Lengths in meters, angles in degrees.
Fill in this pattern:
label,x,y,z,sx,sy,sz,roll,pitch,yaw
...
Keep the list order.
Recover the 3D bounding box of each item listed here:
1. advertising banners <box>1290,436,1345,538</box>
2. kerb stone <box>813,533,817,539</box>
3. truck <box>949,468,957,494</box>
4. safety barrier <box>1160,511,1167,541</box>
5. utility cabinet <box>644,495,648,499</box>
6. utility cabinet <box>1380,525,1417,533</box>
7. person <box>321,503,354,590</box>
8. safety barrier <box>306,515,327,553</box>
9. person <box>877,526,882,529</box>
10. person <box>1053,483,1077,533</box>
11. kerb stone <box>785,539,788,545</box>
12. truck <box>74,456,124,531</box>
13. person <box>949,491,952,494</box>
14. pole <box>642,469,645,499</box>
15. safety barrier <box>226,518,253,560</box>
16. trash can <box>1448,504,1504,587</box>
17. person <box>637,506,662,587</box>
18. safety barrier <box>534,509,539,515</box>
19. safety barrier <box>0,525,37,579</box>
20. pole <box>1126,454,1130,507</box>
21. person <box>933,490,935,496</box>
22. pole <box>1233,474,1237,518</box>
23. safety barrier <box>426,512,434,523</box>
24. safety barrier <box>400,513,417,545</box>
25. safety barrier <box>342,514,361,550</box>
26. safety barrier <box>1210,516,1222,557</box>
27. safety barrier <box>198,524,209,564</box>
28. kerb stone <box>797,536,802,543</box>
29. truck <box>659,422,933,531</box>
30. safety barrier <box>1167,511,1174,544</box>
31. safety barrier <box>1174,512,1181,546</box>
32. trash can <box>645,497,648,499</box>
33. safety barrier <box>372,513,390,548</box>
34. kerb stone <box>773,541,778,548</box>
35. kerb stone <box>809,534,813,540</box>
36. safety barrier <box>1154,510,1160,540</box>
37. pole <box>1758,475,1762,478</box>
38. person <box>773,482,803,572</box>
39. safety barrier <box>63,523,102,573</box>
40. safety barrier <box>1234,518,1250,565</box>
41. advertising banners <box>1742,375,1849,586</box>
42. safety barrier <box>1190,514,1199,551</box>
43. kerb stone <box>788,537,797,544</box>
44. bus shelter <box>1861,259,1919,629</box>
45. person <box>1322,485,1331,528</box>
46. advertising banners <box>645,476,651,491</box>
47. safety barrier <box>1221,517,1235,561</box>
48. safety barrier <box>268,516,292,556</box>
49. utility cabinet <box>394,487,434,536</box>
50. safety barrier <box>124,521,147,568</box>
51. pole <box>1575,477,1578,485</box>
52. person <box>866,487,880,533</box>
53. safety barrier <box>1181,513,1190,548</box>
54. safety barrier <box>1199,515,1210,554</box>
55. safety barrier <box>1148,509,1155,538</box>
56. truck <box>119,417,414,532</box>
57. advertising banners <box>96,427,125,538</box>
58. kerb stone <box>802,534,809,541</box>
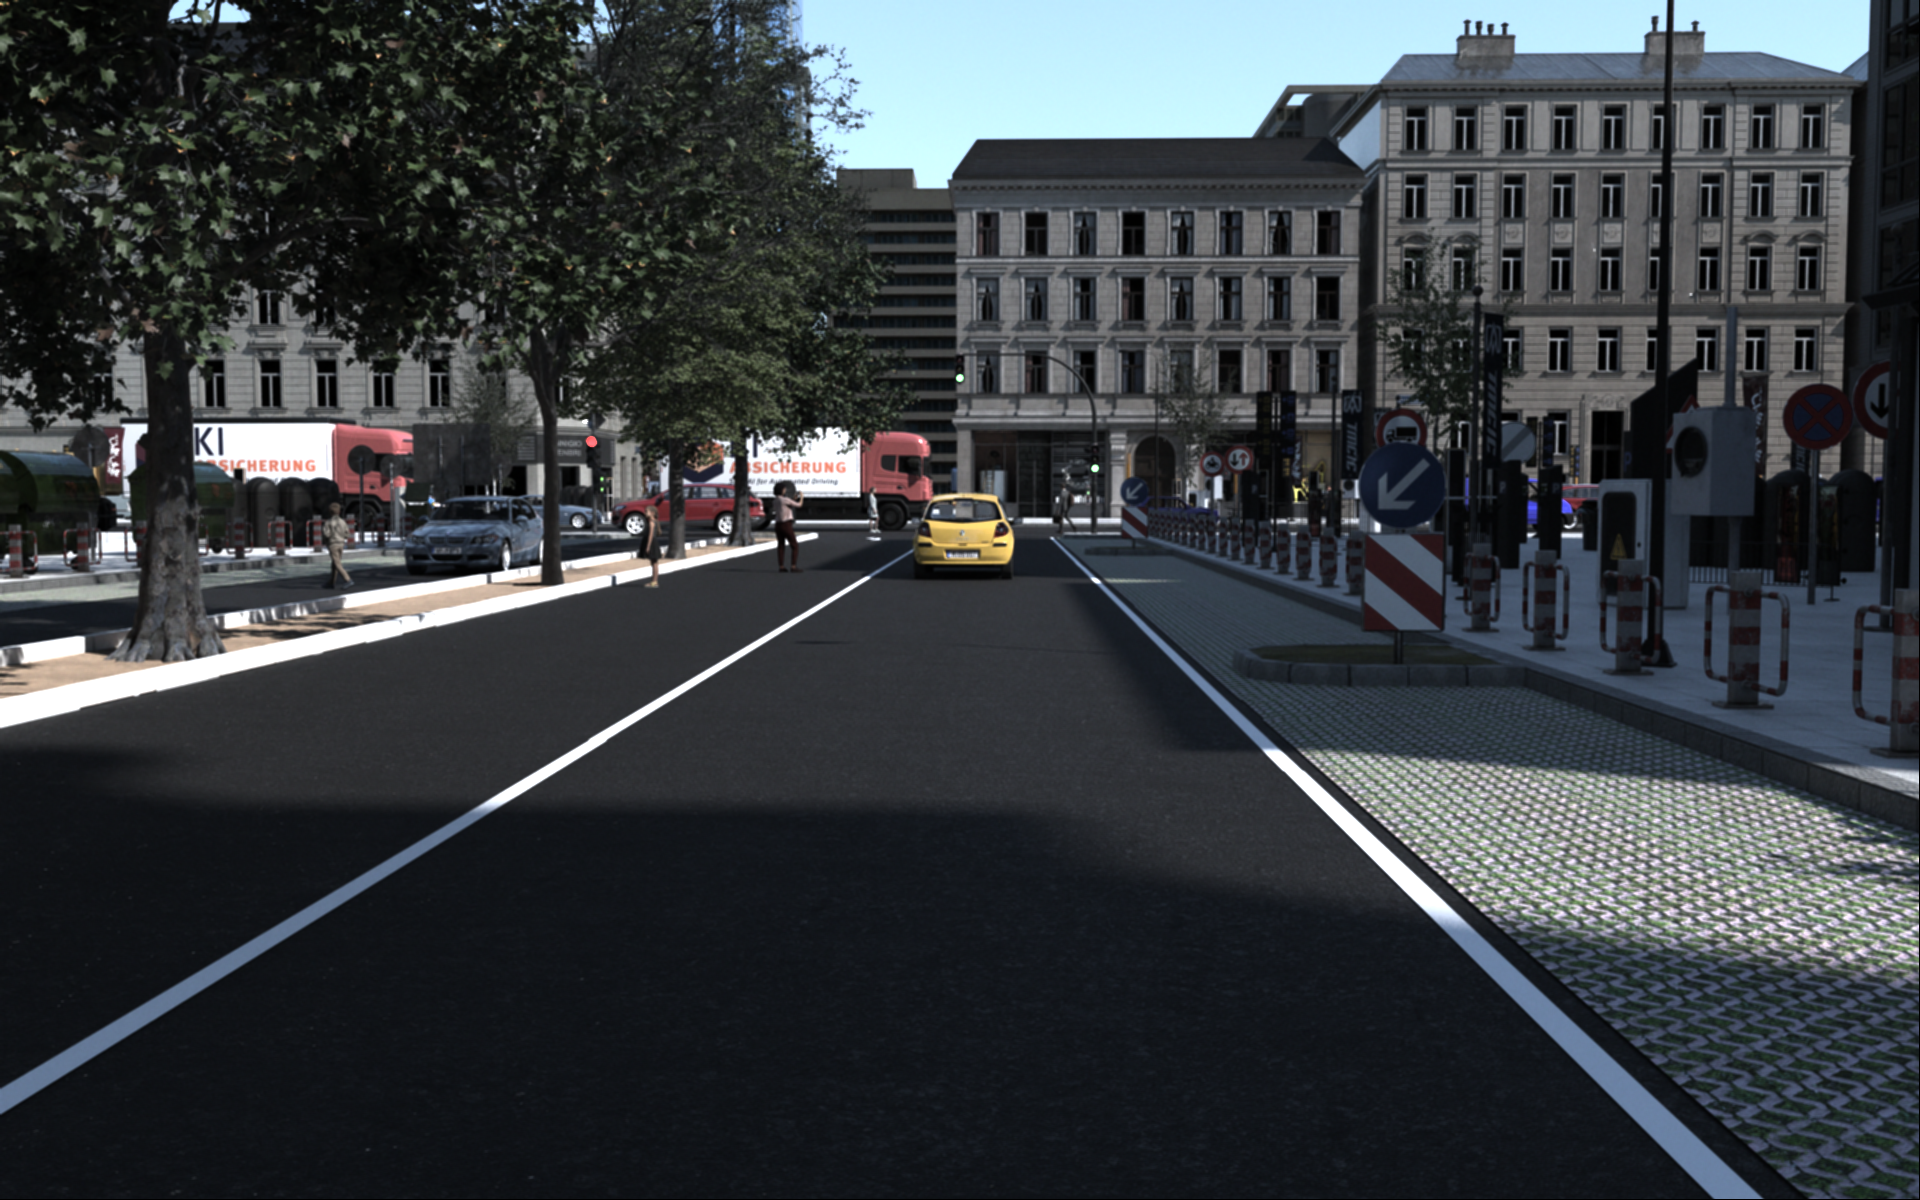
label,x,y,z,sx,sy,sz,roll,pitch,yaw
advertising banners,10.577,-3.383,51.499,0.090,3.025,2.074,-3,5,-40
kerb stone,-4.758,-2.013,55.151,0.120,0.150,1.000,0,4,2
truck,0.263,-11.154,172.133,2.967,4.110,18.799,0,4,0
safety barrier,5.681,-1.995,46.891,0.300,0.817,1.120,0,4,2
utility cabinet,-22.888,-7.113,127.457,0.306,1.237,1.020,-2,4,-33
utility cabinet,10.021,-1.885,39.504,0.318,1.500,1.173,3,5,42
person,-9.381,-0.809,26.002,0.640,1.303,0.475,1,4,17
safety barrier,-14.007,-1.436,37.761,0.300,0.817,1.120,0,4,2
person,-3.064,-3.356,71.657,0.655,0.850,0.859,-3,5,-44
person,3.820,-3.335,62.991,0.822,1.834,0.622,2,4,34
kerb stone,-4.944,-1.574,47.964,0.120,0.150,1.000,0,4,2
truck,-36.881,-4.283,65.953,9.791,3.379,3.469,0,4,3
person,-0.822,-8.972,155.877,1.217,1.739,0.721,-1,4,-19
pole,-25.940,-9.067,142.088,0.158,3.312,0.155,0,3,0
safety barrier,-14.110,-1.201,33.919,0.300,0.817,1.120,0,4,2
trash can,7.169,-0.762,24.111,0.748,1.137,0.748,0,3,0
person,-4.788,-0.829,26.731,0.373,1.253,0.362,0,4,-2
safety barrier,-13.547,-2.493,55.033,0.300,0.817,1.120,0,4,2
safety barrier,-14.313,-0.732,26.251,0.300,0.817,1.120,0,4,2
pole,8.462,-5.705,87.120,0.158,3.312,0.155,0,3,0
person,-2.640,-10.133,174.256,0.705,1.814,1.350,-2,4,-33
pole,13.600,-5.599,85.390,0.158,3.312,0.155,0,3,0
safety barrier,-13.802,-1.906,45.435,0.300,0.817,1.120,0,4,2
safety barrier,-13.857,-1.789,43.519,0.300,0.817,1.120,0,4,2
safety barrier,-13.958,-1.554,39.685,0.300,0.817,1.120,0,4,2
safety barrier,5.376,-1.290,35.366,0.300,0.817,1.120,0,4,2
safety barrier,-14.161,-1.084,32.003,0.300,0.817,1.120,0,4,2
kerb stone,-4.863,-1.764,51.045,0.120,0.150,1.000,0,4,2
truck,-6.066,-4.854,68.281,11.283,4.237,2.839,0,4,3
safety barrier,5.633,-1.878,44.973,0.300,0.817,1.120,0,4,2
safety barrier,5.581,-1.760,43.057,0.300,0.817,1.120,0,4,2
trash can,-14.921,-4.427,84.029,0.748,1.137,0.748,0,3,0
safety barrier,-13.909,-1.671,41.603,0.300,0.817,1.120,0,4,2
kerb stone,-5.006,-1.451,45.913,0.120,0.150,1.000,0,4,2
kerb stone,-4.783,-1.952,54.127,0.120,0.150,1.000,0,4,2
safety barrier,5.737,-2.112,48.814,0.300,0.817,1.120,0,4,2
pole,40.973,-5.808,88.798,0.158,3.312,0.155,0,3,0
person,-3.154,-1.336,31.804,0.566,1.644,0.517,-1,4,-8
safety barrier,-14.264,-0.850,28.167,0.300,0.817,1.120,0,4,2
safety barrier,5.271,-1.055,31.527,0.300,0.817,1.120,0,4,2
advertising banners,11.966,-1.757,24.922,0.090,3.025,2.074,-1,4,-16
safety barrier,5.476,-1.526,39.218,0.300,0.817,1.120,0,4,2
kerb stone,-4.889,-1.702,50.021,0.120,0.150,1.000,0,4,2
bus shelter,8.152,-1.054,11.150,2.014,3.302,5.546,0,4,1
person,13.836,-3.434,65.173,0.750,1.759,0.617,-3,5,-45
advertising banners,-24.782,-8.903,141.758,2.074,3.025,0.090,0,4,1
safety barrier,5.322,-1.173,33.450,0.300,0.817,1.120,0,4,2
safety barrier,-14.063,-1.319,35.836,0.300,0.817,1.120,0,4,2
utility cabinet,-16.407,-2.654,52.072,0.318,1.500,1.173,3,5,40
safety barrier,-14.214,-0.967,30.087,0.300,0.817,1.120,0,4,2
pole,30.448,-5.619,85.713,0.158,3.312,0.155,0,3,0
person,-3.248,-3.365,64.523,0.522,1.701,0.512,0,4,7
safety barrier,5.529,-1.643,41.134,0.300,0.817,1.120,0,4,2
safety barrier,5.427,-1.408,37.292,0.300,0.817,1.120,0,4,2
safety barrier,5.785,-2.230,50.732,0.300,0.817,1.120,0,4,2
truck,-25.116,-4.619,64.427,11.283,4.237,2.839,0,4,3
advertising banners,-22.878,-3.000,45.231,2.074,3.025,0.090,-1,4,-11
kerb stone,-4.818,-1.890,53.103,0.120,0.150,1.000,0,4,2
